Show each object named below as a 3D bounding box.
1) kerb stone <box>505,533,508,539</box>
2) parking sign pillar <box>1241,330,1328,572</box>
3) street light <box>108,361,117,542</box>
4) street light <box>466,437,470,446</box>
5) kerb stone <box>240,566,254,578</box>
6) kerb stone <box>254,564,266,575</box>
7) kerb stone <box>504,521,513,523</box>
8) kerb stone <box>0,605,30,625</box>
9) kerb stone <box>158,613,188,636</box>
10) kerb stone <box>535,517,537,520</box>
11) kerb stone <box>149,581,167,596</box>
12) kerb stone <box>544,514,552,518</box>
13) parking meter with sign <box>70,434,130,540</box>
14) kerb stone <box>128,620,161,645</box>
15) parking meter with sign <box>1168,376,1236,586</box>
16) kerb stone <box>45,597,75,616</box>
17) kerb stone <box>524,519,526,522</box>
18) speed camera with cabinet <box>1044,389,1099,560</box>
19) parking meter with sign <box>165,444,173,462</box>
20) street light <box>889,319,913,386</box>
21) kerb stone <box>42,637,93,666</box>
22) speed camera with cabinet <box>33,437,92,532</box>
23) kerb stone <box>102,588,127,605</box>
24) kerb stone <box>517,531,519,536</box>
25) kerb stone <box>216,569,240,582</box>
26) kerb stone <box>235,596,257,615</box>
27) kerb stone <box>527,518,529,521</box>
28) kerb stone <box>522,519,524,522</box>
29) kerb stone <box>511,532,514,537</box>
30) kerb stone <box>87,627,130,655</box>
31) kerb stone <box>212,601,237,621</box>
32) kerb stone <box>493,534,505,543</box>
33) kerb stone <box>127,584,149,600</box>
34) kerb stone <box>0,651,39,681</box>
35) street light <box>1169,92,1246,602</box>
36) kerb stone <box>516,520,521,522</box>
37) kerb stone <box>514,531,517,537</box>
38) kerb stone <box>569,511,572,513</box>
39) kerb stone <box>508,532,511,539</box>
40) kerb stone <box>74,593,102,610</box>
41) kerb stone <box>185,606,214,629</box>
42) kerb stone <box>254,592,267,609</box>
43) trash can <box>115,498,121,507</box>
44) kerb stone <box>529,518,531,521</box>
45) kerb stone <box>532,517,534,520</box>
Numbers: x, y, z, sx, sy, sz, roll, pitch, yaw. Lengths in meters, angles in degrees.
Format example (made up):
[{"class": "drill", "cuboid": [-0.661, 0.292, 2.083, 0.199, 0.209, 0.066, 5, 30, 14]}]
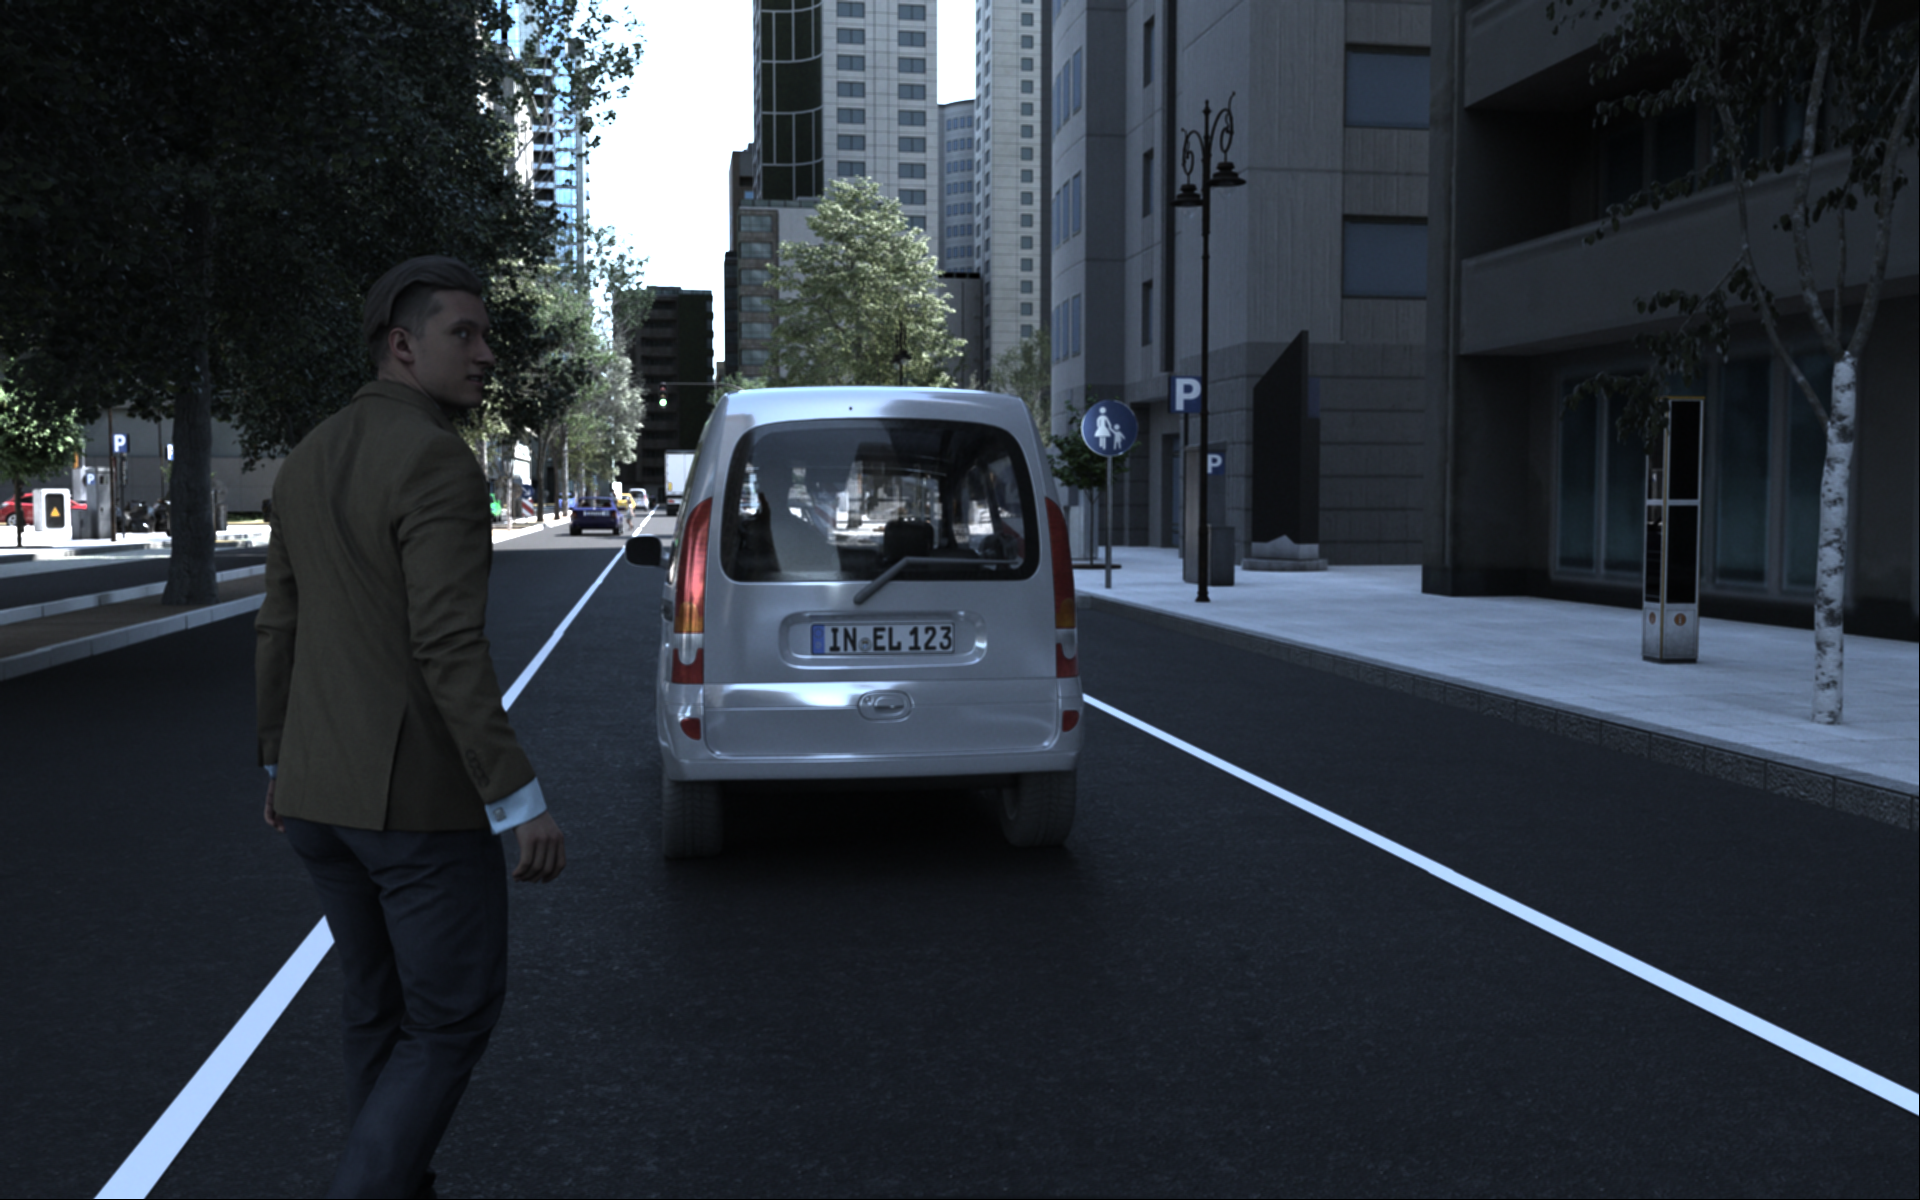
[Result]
[{"class": "kerb stone", "cuboid": [-14.360, -1.963, 54.297, 0.120, 0.150, 1.000, -1, 4, -10]}, {"class": "parking sign pillar", "cuboid": [5.495, -2.492, 29.220, 1.447, 3.967, 1.447, -2, 4, -27]}, {"class": "street light", "cuboid": [-22.542, -4.475, 45.953, 0.468, 5.910, 1.993, -1, 4, -10]}, {"class": "street light", "cuboid": [-36.494, -9.529, 128.584, 0.468, 5.910, 1.993, -1, 4, -10]}, {"class": "kerb stone", "cuboid": [-12.316, -0.457, 29.674, 0.120, 0.150, 1.000, -1, 4, -10]}, {"class": "kerb stone", "cuboid": [-12.491, -0.519, 30.689, 0.120, 0.150, 1.000, -1, 4, -10]}, {"class": "kerb stone", "cuboid": [-20.788, -3.518, 79.713, 0.120, 0.150, 1.000, -1, 4, -10]}, {"class": "kerb stone", "cuboid": [-10.606, 0.162, 19.556, 0.120, 0.150, 1.000, -1, 4, -10]}, {"class": "kerb stone", "cuboid": [-8.187, 0.270, 17.865, 0.120, 0.150, 1.000, -1, 4, -10]}, {"class": "kerb stone", "cuboid": [-23.189, -4.383, 93.875, 0.120, 0.150, 1.000, -1, 4, -10]}, {"class": "kerb stone", "cuboid": [-11.462, -0.147, 24.604, 0.120, 0.150, 1.000, -1, 4, -10]}, {"class": "kerb stone", "cuboid": [-25.254, -5.126, 106.013, 0.120, 0.150, 1.000, -1, 4, -10]}, {"class": "parking meter with sign", "cuboid": [-24.489, -3.243, 49.285, 0.543, 3.016, 1.738, 1, 4, 19]}, {"class": "kerb stone", "cuboid": [-8.013, 0.326, 16.857, 0.120, 0.150, 1.000, -1, 4, -10]}, {"class": "parking meter with sign", "cuboid": [3.509, -1.748, 24.838, 0.543, 3.016, 1.738, -1, 4, -11]}, {"class": "kerb stone", "cuboid": [-10.770, 0.104, 20.567, 0.120, 0.150, 1.000, -1, 4, -10]}, {"class": "kerb stone", "cuboid": [-21.989, -3.951, 86.793, 0.120, 0.150, 1.000, -1, 4, -10]}, {"class": "speed camera with cabinet", "cuboid": [2.133, -2.393, 33.457, 0.660, 3.252, 2.038, 1, 4, 20]}, {"class": "parking meter with sign", "cuboid": [-26.881, -3.949, 60.830, 1.738, 3.016, 0.543, 0, 4, -6]}, {"class": "street light", "cuboid": [-1.568, -4.479, 46.018, 0.468, 5.910, 1.993, -1, 4, -10]}, {"class": "kerb stone", "cuboid": [-7.671, 0.451, 14.826, 0.120, 0.150, 1.000, -1, 4, -10]}, {"class": "speed camera with cabinet", "cuboid": [-30.379, -3.948, 58.884, 0.660, 3.252, 2.038, 2, 4, 35]}, {"class": "kerb stone", "cuboid": [-11.110, -0.023, 22.582, 0.120, 0.150, 1.000, -1, 4, -10]}, {"class": "kerb stone", "cuboid": [-15.045, -2.211, 58.348, 0.120, 0.150, 1.000, -1, 4, -10]}, {"class": "kerb stone", "cuboid": [-12.142, -0.395, 28.657, 0.120, 0.150, 1.000, -1, 4, -10]}, {"class": "kerb stone", "cuboid": [-8.696, 0.082, 20.897, 0.120, 0.150, 1.000, -1, 4, -10]}, {"class": "kerb stone", "cuboid": [-22.330, -4.075, 88.823, 0.120, 0.150, 1.000, -1, 4, -10]}, {"class": "kerb stone", "cuboid": [-21.821, -3.889, 85.784, 0.120, 0.150, 1.000, -1, 4, -10]}, {"class": "kerb stone", "cuboid": [-14.699, -2.082, 56.320, 0.120, 0.150, 1.000, -1, 4, -10]}, {"class": "kerb stone", "cuboid": [-7.840, 0.388, 15.849, 0.120, 0.150, 1.000, -1, 4, -10]}, {"class": "kerb stone", "cuboid": [-8.519, 0.142, 19.881, 0.120, 0.150, 1.000, -1, 4, -10]}, {"class": "kerb stone", "cuboid": [-14.181, -1.898, 53.289, 0.120, 0.150, 1.000, -1, 4, -10]}, {"class": "kerb stone", "cuboid": [-11.290, -0.083, 23.595, 0.120, 0.150, 1.000, -1, 4, -10]}, {"class": "kerb stone", "cuboid": [-7.498, 0.521, 13.817, 0.120, 0.150, 1.000, -1, 4, -10]}, {"class": "street light", "cuboid": [2.895, -2.916, 20.472, 0.468, 5.910, 1.993, -1, 4, -10]}, {"class": "kerb stone", "cuboid": [-21.480, -3.765, 83.759, 0.120, 0.150, 1.000, -1, 4, -10]}, {"class": "kerb stone", "cuboid": [-14.873, -2.150, 57.340, 0.120, 0.150, 1.000, -1, 4, -10]}, {"class": "kerb stone", "cuboid": [-30.047, -6.858, 134.318, 0.120, 0.150, 1.000, -1, 4, -10]}, {"class": "kerb stone", "cuboid": [-14.527, -2.025, 55.311, 0.120, 0.150, 1.000, -1, 4, -10]}, {"class": "kerb stone", "cuboid": [-10.947, 0.038, 21.573, 0.120, 0.150, 1.000, -1, 4, -10]}, {"class": "kerb stone", "cuboid": [-8.349, 0.203, 18.874, 0.120, 0.150, 1.000, -1, 4, -10]}, {"class": "kerb stone", "cuboid": [-8.869, 0.018, 21.907, 0.120, 0.150, 1.000, -1, 4, -10]}, {"class": "trash can", "cuboid": [-29.904, -3.012, 60.901, 0.748, 1.137, 0.748, 0, 3, 0]}, {"class": "kerb stone", "cuboid": [-22.504, -4.137, 89.835, 0.120, 0.150, 1.000, -1, 4, -10]}, {"class": "kerb stone", "cuboid": [-22.847, -4.259, 91.854, 0.120, 0.150, 1.000, -1, 4, -10]}]
